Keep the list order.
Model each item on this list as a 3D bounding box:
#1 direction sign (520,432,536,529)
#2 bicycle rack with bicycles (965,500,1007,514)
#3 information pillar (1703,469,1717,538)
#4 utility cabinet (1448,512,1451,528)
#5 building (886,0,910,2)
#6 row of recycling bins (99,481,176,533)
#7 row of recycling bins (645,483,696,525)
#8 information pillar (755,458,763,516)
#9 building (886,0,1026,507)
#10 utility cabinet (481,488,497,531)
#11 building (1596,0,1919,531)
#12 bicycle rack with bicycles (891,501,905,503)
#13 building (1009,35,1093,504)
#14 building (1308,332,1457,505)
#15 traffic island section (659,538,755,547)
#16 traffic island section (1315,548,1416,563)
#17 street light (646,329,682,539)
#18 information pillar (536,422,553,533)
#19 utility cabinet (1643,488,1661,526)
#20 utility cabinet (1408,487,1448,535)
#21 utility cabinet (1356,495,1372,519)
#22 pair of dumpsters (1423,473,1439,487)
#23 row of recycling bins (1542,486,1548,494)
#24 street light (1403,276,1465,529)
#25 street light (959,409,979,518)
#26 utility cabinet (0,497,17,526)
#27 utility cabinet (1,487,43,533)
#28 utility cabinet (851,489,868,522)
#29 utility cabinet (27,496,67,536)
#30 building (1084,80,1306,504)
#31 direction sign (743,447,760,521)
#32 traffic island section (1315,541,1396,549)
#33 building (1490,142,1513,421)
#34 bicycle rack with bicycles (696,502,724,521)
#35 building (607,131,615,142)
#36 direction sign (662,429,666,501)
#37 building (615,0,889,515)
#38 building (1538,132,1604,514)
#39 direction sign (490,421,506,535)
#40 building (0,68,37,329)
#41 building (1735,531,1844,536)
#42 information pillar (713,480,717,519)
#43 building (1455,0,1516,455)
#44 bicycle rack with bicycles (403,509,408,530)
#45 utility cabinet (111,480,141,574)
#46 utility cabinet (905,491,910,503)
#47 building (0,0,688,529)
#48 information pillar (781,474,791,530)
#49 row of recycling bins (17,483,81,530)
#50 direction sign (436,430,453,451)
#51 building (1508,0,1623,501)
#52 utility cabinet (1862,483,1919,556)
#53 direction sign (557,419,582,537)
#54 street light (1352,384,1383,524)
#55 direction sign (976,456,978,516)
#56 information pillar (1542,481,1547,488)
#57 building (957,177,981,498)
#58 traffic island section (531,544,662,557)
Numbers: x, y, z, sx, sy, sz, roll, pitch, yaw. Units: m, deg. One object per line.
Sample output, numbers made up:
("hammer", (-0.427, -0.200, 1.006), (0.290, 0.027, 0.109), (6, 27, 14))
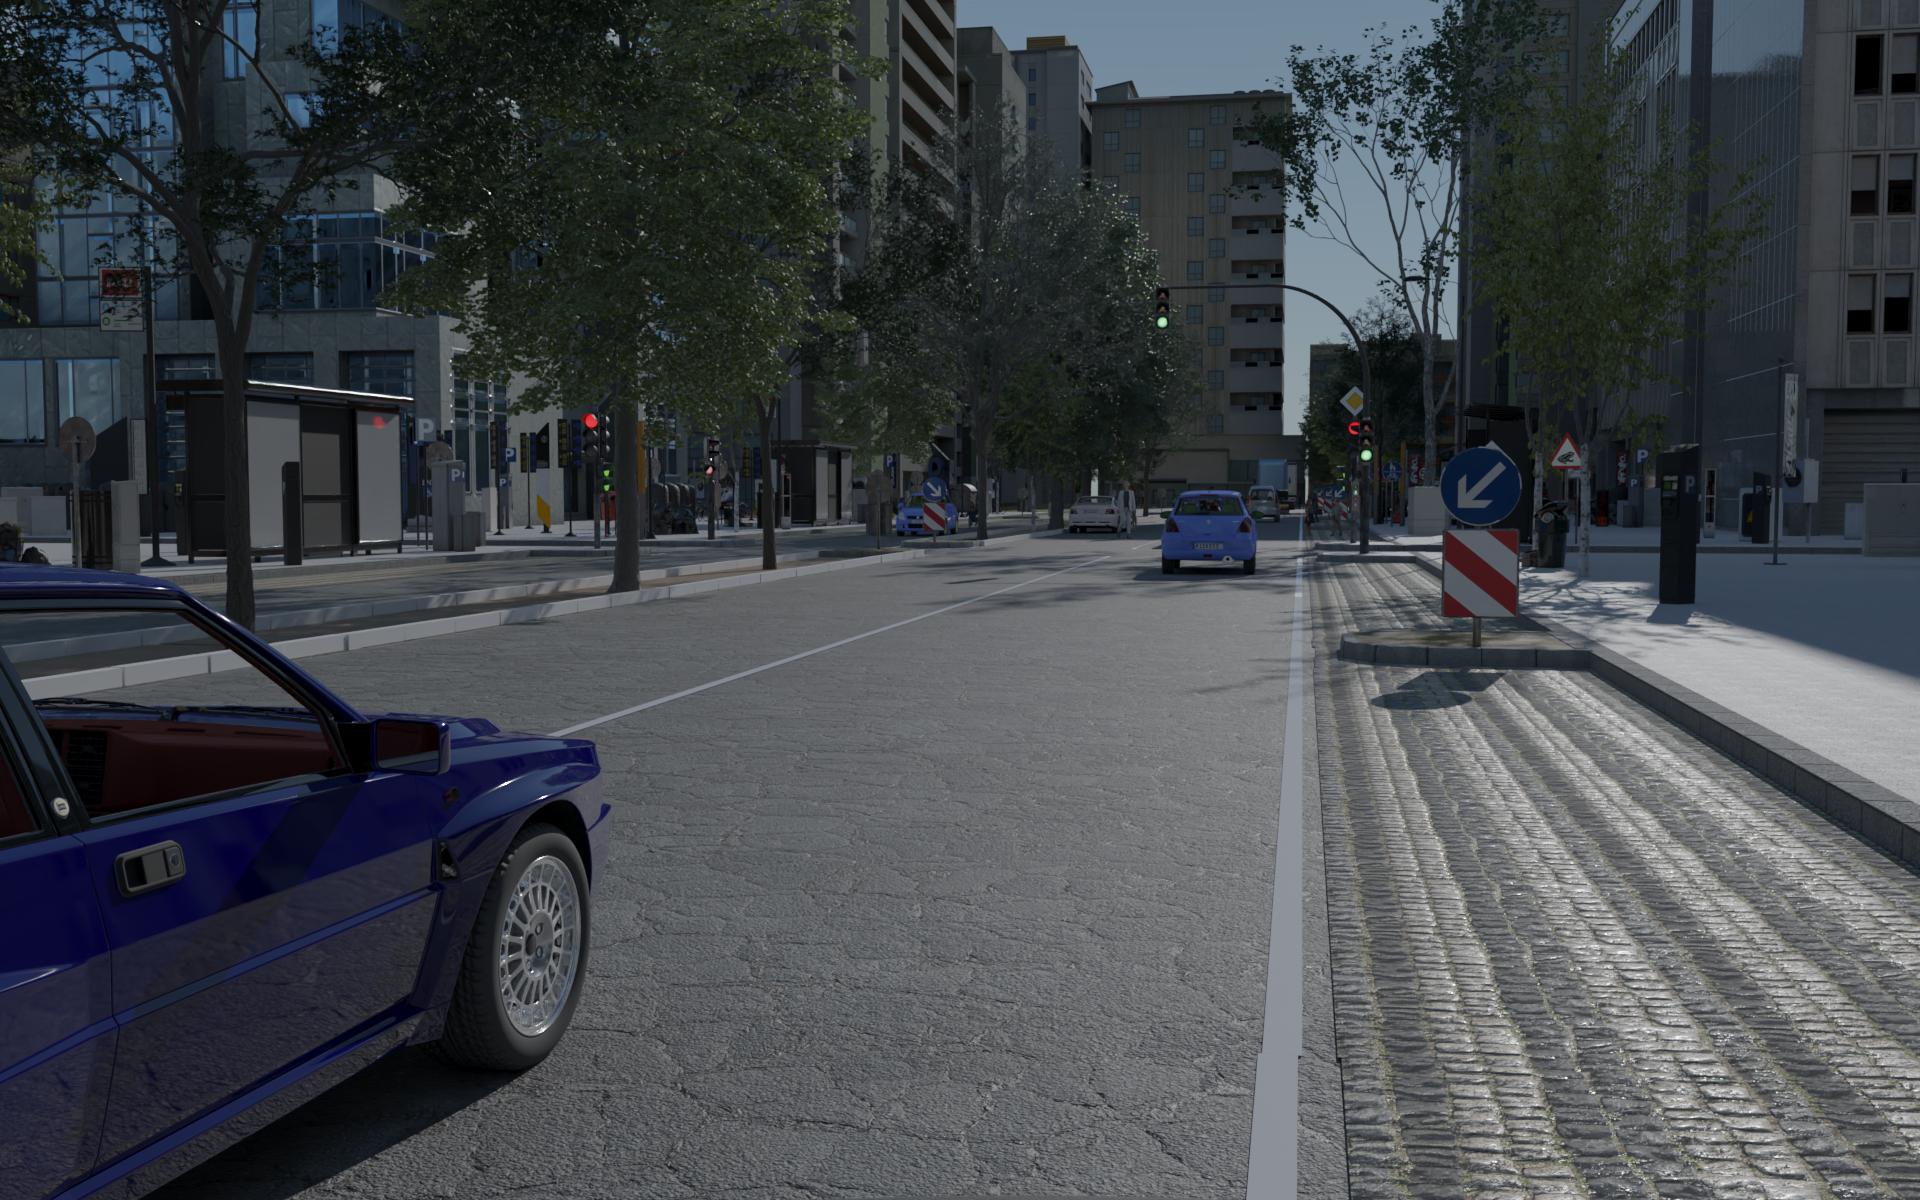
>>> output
("direction sign", (-15.844, -4.381, 63.620), (0.876, 3.537, 0.379), (3, 4, 37))
("bicycle rack with bicycles", (1.651, -6.109, 113.258), (2.925, 0.926, 2.852), (-1, 4, -16))
("information pillar", (21.802, -2.805, 50.358), (0.304, 2.012, 0.304), (1, 4, 22))
("utility cabinet", (17.827, -3.446, 65.025), (1.173, 1.500, 0.318), (2, 4, 31))
("building", (-12.771, -31.406, 137.193), (21.300, 48.544, 21.600), (1, 4, 11))
("row of recycling bins", (-26.908, -3.039, 56.808), (1.069, 1.692, 3.534), (1, 4, 11))
("row of recycling bins", (-10.664, -3.488, 64.140), (1.069, 1.692, 3.534), (1, 4, 12))
("information pillar", (-11.451, -6.569, 98.757), (0.504, 3.616, 0.183), (-1, 4, -14))
("building", (-5.254, -33.992, 179.475), (21.600, 48.544, 21.300), (1, 4, 11))
("utility cabinet", (-16.127, -3.096, 59.297), (0.318, 1.500, 1.173), (0, 4, -5))
("building", (35.945, -15.751, 75.555), (12.078, 24.808, 19.932), (1, 4, 11))
("bicycle rack with bicycles", (-3.391, -4.461, 86.320), (2.852, 0.926, 2.925), (0, 4, -4))
("building", (3.005, -41.991, 228.558), (28.212, 58.520, 21.231), (1, 4, 11))
("building", (59.460, -23.045, 221.821), (28.899, 21.520, 27.650), (1, 4, 11))
("traffic island section", (-6.990, -1.606, 48.547), (2.009, 0.180, 2.903), (1, 4, 11))
("traffic island section", (8.719, -0.919, 37.309), (2.009, 0.180, 2.903), (1, 4, 11))
("street light", (-8.282, -4.676, 48.998), (1.470, 5.913, 1.316), (1, 4, 11))
("information pillar", (-13.594, -3.987, 56.542), (0.504, 3.616, 0.183), (1, 4, 22))
("utility cabinet", (27.457, -3.660, 68.522), (0.318, 1.500, 1.173), (-2, 4, -26))
("utility cabinet", (14.578, -2.781, 54.147), (1.173, 1.500, 0.318), (-1, 4, -21))
("utility cabinet", (20.825, -4.788, 89.451), (0.306, 1.237, 1.020), (-2, 4, -24))
("pair of dumpsters", (22.388, -4.777, 80.598), (1.574, 2.255, 4.437), (1, 4, 11))
("row of recycling bins", (25.936, -4.560, 81.671), (3.534, 1.692, 1.069), (2, 4, 33))
("street light", (10.123, -3.937, 36.906), (1.470, 5.913, 1.316), (1, 4, 11))
("street light", (0.646, -7.435, 94.096), (1.470, 5.913, 1.316), (1, 4, 11))
("utility cabinet", (-19.724, -1.468, 35.158), (0.306, 1.237, 1.020), (2, 4, 35))
("utility cabinet", (-30.502, -2.916, 56.355), (1.173, 1.500, 0.318), (-1, 4, -17))
("utility cabinet", (-4.724, -4.353, 79.857), (1.173, 1.500, 0.318), (-1, 4, -9))
("utility cabinet", (-28.143, -2.583, 53.388), (0.306, 1.237, 1.020), (3, 5, 45))
("building", (31.707, -39.051, 227.722), (27.495, 52.752, 28.713), (1, 4, 11))
("direction sign", (-10.060, -5.603, 83.604), (0.876, 3.537, 0.379), (-1, 4, -22))
("traffic island section", (10.268, -1.398, 45.143), (2.009, 0.180, 2.903), (1, 4, 11))
("building", (51.163, -22.749, 143.643), (14.160, 30.474, 14.107), (1, 4, 11))
("bicycle rack with bicycles", (-12.292, -4.224, 82.451), (2.852, 0.926, 2.925), (-2, 4, -26))
("building", (-26.277, -45.534, 182.729), (20.611, 71.187, 20.563), (1, 4, 11))
("direction sign", (-10.347, -4.194, 60.576), (0.379, 3.537, 0.876), (-1, 4, -16))
("building", (-12.960, -26.136, 110.921), (14.154, 41.232, 14.086), (1, 4, 11))
("building", (42.672, -17.181, 99.972), (14.314, 24.678, 30.058), (1, 4, 11))
("direction sign", (-14.373, -3.789, 53.948), (0.876, 3.537, 0.379), (3, 5, 45))
("building", (-55.314, -14.450, 81.294), (28.899, 21.520, 27.650), (1, 4, 11))
("building", (36.150, -14.553, 55.964), (19.932, 24.808, 12.078), (1, 4, 11))
("information pillar", (-12.917, -5.276, 90.750), (0.304, 2.012, 0.304), (-1, 4, -21))
("building", (57.995, -38.004, 163.360), (21.231, 58.520, 28.212), (1, 4, 11))
("bicycle rack with bicycles", (-20.925, -2.922, 61.149), (2.925, 0.926, 2.852), (1, 4, 20))
("utility cabinet", (-13.413, -1.170, 27.815), (0.318, 1.500, 1.173), (-2, 4, -31))
("utility cabinet", (-3.468, -6.551, 115.793), (0.318, 1.500, 1.173), (0, 4, -8))
("building", (-26.669, -46.773, 77.417), (22.319, 86.520, 31.000), (1, 4, 11))
("information pillar", (-6.301, -3.559, 62.689), (0.304, 2.012, 0.304), (-1, 4, -18))
("row of recycling bins", (-33.154, -3.420, 63.027), (3.534, 1.692, 1.069), (2, 4, 33))
("direction sign", (-18.303, -4.241, 61.341), (0.876, 3.537, 0.379), (2, 4, 25))
("building", (48.370, -27.274, 129.521), (14.154, 41.232, 14.086), (1, 4, 11))
("utility cabinet", (19.144, -1.635, 35.419), (1.173, 1.500, 0.318), (1, 4, 16))
("direction sign", (-11.782, -3.690, 52.325), (0.379, 3.537, 0.876), (3, 4, 38))
("street light", (17.255, -6.163, 73.309), (1.470, 5.913, 1.316), (1, 4, 11))
("direction sign", (1.001, -6.756, 102.456), (0.379, 3.537, 0.876), (0, 4, 6))
("information pillar", (33.663, -5.835, 99.896), (0.304, 2.012, 0.304), (1, 4, 14))
("building", (-6.269, -23.421, 154.628), (14.160, 30.474, 14.107), (1, 4, 11))
("traffic island section", (-8.538, -1.127, 40.713), (2.009, 0.180, 2.903), (1, 4, 11))
